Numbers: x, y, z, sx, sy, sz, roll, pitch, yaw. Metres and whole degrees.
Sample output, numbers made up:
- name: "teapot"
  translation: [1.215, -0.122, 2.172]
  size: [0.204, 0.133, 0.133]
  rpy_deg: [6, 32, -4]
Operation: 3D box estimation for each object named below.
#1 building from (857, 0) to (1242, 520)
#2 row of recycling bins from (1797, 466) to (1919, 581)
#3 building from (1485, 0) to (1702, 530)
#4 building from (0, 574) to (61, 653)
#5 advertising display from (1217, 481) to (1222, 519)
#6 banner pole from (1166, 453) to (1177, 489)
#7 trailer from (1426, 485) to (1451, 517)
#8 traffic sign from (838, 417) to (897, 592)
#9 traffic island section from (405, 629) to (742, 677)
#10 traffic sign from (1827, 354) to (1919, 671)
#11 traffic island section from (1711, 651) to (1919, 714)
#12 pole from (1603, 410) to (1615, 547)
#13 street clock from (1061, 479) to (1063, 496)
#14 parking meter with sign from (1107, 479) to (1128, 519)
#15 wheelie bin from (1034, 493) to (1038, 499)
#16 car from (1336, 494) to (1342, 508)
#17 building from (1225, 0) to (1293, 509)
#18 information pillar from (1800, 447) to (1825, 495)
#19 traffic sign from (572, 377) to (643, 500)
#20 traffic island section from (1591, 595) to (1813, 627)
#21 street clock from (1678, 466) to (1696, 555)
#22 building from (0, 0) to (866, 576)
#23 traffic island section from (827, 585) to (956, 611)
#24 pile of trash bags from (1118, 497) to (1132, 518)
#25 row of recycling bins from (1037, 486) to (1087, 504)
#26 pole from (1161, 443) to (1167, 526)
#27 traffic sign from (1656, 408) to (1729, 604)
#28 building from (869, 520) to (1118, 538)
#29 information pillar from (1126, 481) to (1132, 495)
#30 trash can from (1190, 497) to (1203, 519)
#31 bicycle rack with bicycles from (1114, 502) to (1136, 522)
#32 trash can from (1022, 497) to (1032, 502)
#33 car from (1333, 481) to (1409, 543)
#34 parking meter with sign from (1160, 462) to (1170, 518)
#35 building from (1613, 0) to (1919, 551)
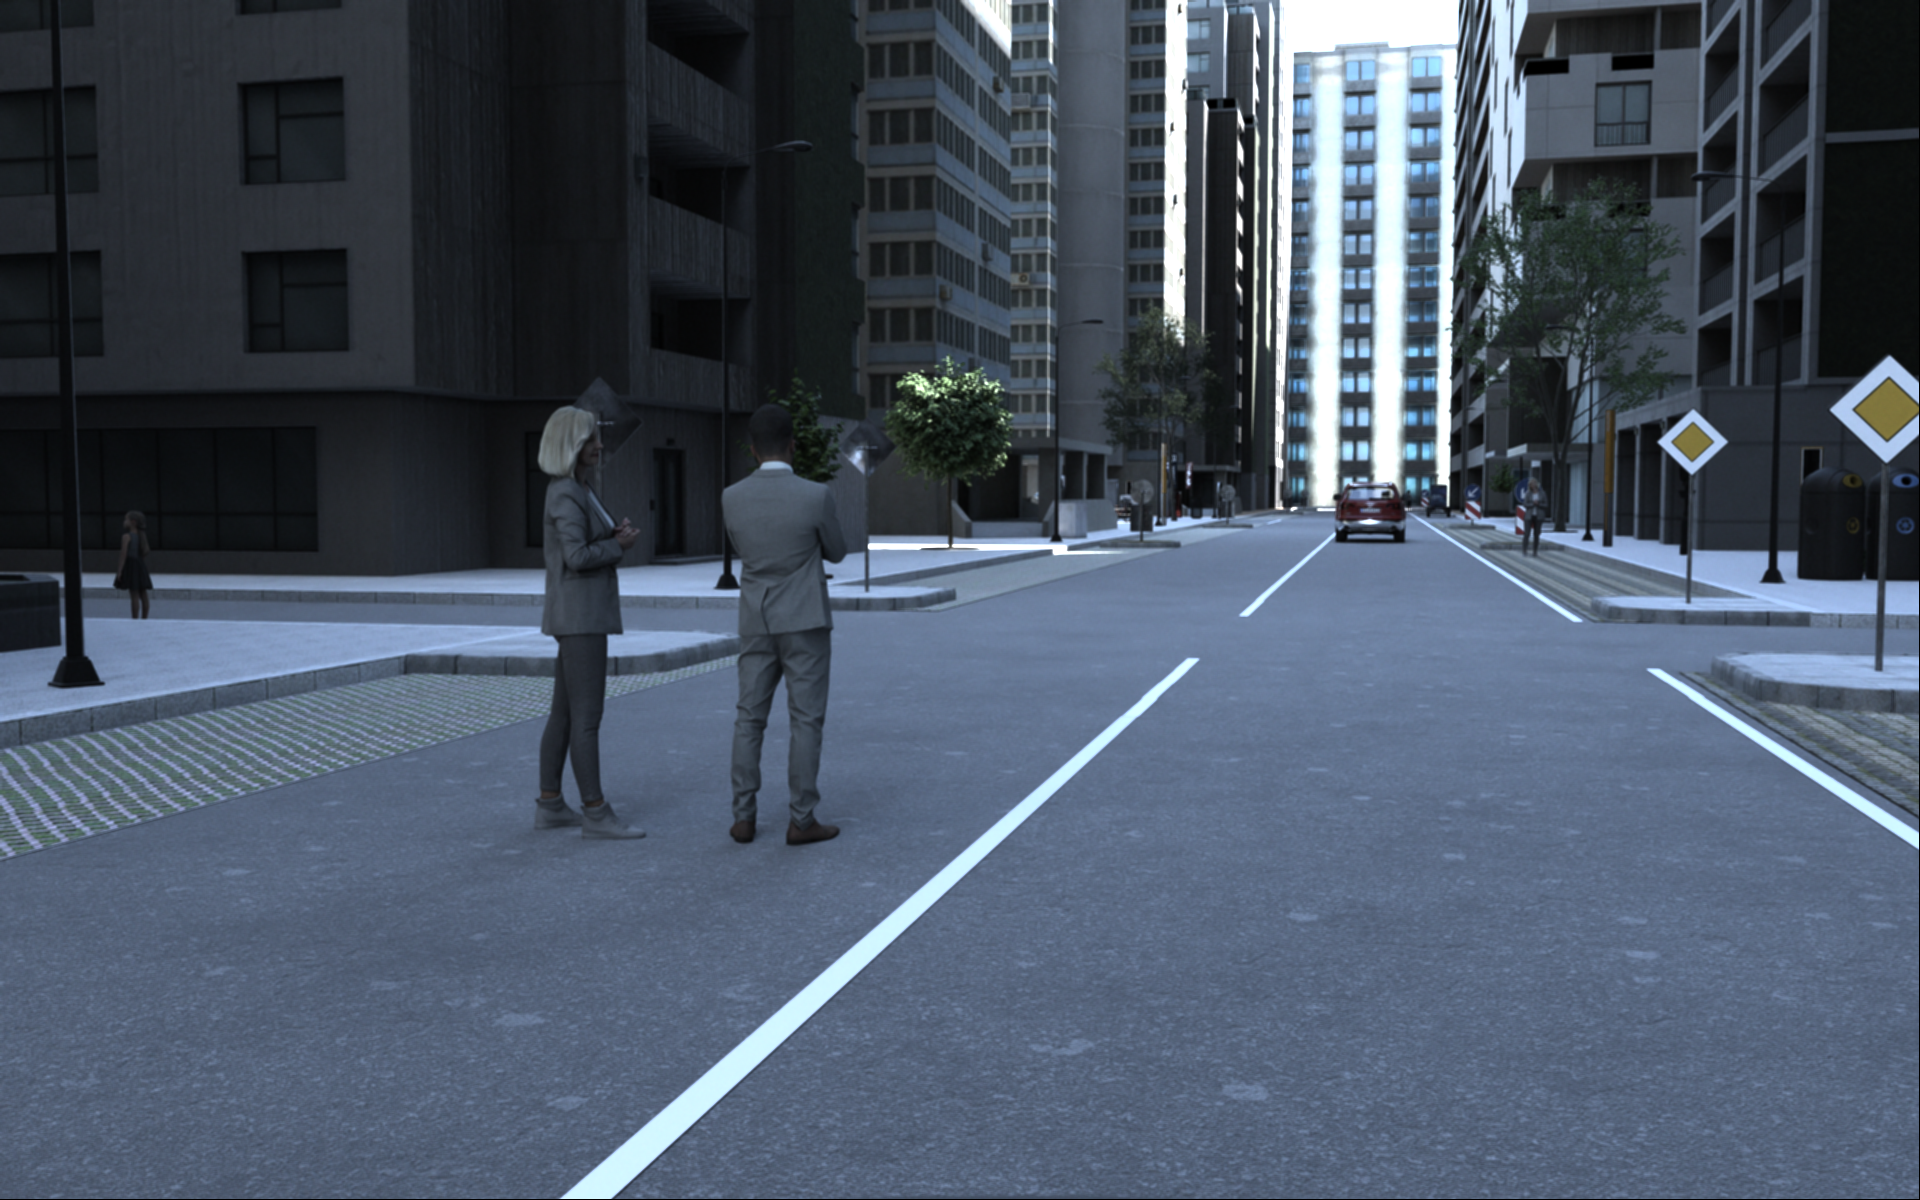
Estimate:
- name: "building"
  translation: [1.501, -25.645, 111.175]
  size: [32.217, 40.220, 23.993]
  rpy_deg: [1, 4, 14]
- name: "row of recycling bins"
  translation: [14.401, -1.140, 25.756]
  size: [3.534, 1.692, 1.069]
  rpy_deg: [1, 4, 13]
- name: "building"
  translation: [36.800, -29.510, 71.734]
  size: [28.713, 52.752, 27.495]
  rpy_deg: [1, 4, 14]
- name: "building"
  translation: [-21.296, -28.459, 7.304]
  size: [28.212, 58.520, 21.231]
  rpy_deg: [1, 4, 14]
- name: "advertising display"
  translation: [13.293, -5.108, 88.729]
  size: [0.123, 1.923, 0.974]
  rpy_deg: [0, 4, 2]
- name: "banner pole"
  translation: [11.112, -6.226, 91.812]
  size: [0.863, 3.779, 0.401]
  rpy_deg: [1, 4, 16]
- name: "trailer"
  translation: [29.863, -6.180, 108.088]
  size: [1.471, 1.999, 3.904]
  rpy_deg: [1, 4, 15]
- name: "traffic sign"
  translation: [-1.216, -1.162, 22.635]
  size: [0.795, 2.450, 0.064]
  rpy_deg: [1, 4, 14]
- name: "traffic island section"
  translation: [-3.123, 0.449, 14.942]
  size: [2.009, 0.180, 2.903]
  rpy_deg: [1, 4, 14]
- name: "traffic sign"
  translation: [6.660, -0.541, 12.496]
  size: [0.795, 2.450, 0.064]
  rpy_deg: [1, 4, 14]
- name: "traffic island section"
  translation: [6.684, 0.594, 12.568]
  size: [2.009, 0.180, 2.903]
  rpy_deg: [1, 4, 14]
- name: "pole"
  translation: [15.776, -2.951, 42.093]
  size: [0.158, 3.312, 0.155]
  rpy_deg: [0, 3, 0]
- name: "street clock"
  translation: [4.646, -4.695, 81.331]
  size: [0.358, 2.002, 0.471]
  rpy_deg: [2, 4, 24]
- name: "parking meter with sign"
  translation: [7.893, -5.751, 90.288]
  size: [1.738, 3.016, 0.543]
  rpy_deg: [1, 4, 19]
- name: "wheelie bin"
  translation: [3.725, -4.149, 75.749]
  size: [0.980, 1.594, 0.693]
  rpy_deg: [0, 4, 5]
- name: "car"
  translation: [33.847, -8.703, 151.335]
  size: [2.155, 1.783, 4.494]
  rpy_deg: [1, 4, 14]
- name: "building"
  translation: [19.964, -44.201, 160.943]
  size: [20.611, 71.187, 20.563]
  rpy_deg: [1, 4, 14]
- name: "information pillar"
  translation: [13.325, -1.384, 27.118]
  size: [0.304, 2.012, 0.304]
  rpy_deg: [2, 4, 31]
- name: "traffic sign"
  translation: [-3.098, -0.687, 14.874]
  size: [0.795, 2.450, 0.064]
  rpy_deg: [1, 4, 14]
- name: "traffic island section"
  translation: [8.566, 0.119, 20.328]
  size: [2.009, 0.180, 2.903]
  rpy_deg: [1, 4, 14]
- name: "street clock"
  translation: [15.308, -1.953, 36.495]
  size: [0.358, 2.002, 0.471]
  rpy_deg: [1, 4, 12]
- name: "building"
  translation: [-10.507, -15.955, 32.571]
  size: [14.160, 30.474, 14.107]
  rpy_deg: [1, 4, 14]
- name: "traffic island section"
  translation: [-1.241, -0.026, 22.703]
  size: [2.009, 0.180, 2.903]
  rpy_deg: [1, 4, 14]
- name: "pile of trash bags"
  translation: [8.300, -5.131, 93.645]
  size: [1.912, 1.369, 3.447]
  rpy_deg: [1, 4, 22]
- name: "row of recycling bins"
  translation: [5.465, -4.769, 85.085]
  size: [3.534, 1.692, 1.069]
  rpy_deg: [1, 4, 21]
- name: "pole"
  translation: [8.229, -4.647, 69.827]
  size: [0.158, 3.312, 0.155]
  rpy_deg: [0, 3, 0]
- name: "traffic sign"
  translation: [8.542, -1.016, 20.257]
  size: [0.795, 2.450, 0.064]
  rpy_deg: [1, 4, 14]
- name: "building"
  translation: [-11.424, -22.532, 60.274]
  size: [32.217, 40.220, 23.993]
  rpy_deg: [1, 4, 14]
- name: "information pillar"
  translation: [9.516, -5.693, 97.570]
  size: [0.304, 2.012, 0.304]
  rpy_deg: [0, 4, 4]
- name: "trash can"
  translation: [12.333, -4.809, 90.281]
  size: [0.748, 1.137, 0.748]
  rpy_deg: [0, 3, 0]
- name: "bicycle rack with bicycles"
  translation: [7.123, -4.014, 79.014]
  size: [2.925, 0.926, 2.852]
  rpy_deg: [-3, 4, -36]
- name: "trash can"
  translation: [3.026, -4.274, 81.526]
  size: [0.748, 1.137, 0.748]
  rpy_deg: [0, 3, 0]
- name: "car"
  translation: [12.539, -2.704, 52.890]
  size: [2.281, 1.827, 5.304]
  rpy_deg: [1, 4, 14]
- name: "parking meter with sign"
  translation: [11.002, -5.934, 93.276]
  size: [0.543, 3.016, 1.738]
  rpy_deg: [1, 4, 19]
- name: "building"
  translation: [27.755, -36.759, 39.265]
  size: [20.563, 71.187, 20.611]
  rpy_deg: [1, 4, 14]
